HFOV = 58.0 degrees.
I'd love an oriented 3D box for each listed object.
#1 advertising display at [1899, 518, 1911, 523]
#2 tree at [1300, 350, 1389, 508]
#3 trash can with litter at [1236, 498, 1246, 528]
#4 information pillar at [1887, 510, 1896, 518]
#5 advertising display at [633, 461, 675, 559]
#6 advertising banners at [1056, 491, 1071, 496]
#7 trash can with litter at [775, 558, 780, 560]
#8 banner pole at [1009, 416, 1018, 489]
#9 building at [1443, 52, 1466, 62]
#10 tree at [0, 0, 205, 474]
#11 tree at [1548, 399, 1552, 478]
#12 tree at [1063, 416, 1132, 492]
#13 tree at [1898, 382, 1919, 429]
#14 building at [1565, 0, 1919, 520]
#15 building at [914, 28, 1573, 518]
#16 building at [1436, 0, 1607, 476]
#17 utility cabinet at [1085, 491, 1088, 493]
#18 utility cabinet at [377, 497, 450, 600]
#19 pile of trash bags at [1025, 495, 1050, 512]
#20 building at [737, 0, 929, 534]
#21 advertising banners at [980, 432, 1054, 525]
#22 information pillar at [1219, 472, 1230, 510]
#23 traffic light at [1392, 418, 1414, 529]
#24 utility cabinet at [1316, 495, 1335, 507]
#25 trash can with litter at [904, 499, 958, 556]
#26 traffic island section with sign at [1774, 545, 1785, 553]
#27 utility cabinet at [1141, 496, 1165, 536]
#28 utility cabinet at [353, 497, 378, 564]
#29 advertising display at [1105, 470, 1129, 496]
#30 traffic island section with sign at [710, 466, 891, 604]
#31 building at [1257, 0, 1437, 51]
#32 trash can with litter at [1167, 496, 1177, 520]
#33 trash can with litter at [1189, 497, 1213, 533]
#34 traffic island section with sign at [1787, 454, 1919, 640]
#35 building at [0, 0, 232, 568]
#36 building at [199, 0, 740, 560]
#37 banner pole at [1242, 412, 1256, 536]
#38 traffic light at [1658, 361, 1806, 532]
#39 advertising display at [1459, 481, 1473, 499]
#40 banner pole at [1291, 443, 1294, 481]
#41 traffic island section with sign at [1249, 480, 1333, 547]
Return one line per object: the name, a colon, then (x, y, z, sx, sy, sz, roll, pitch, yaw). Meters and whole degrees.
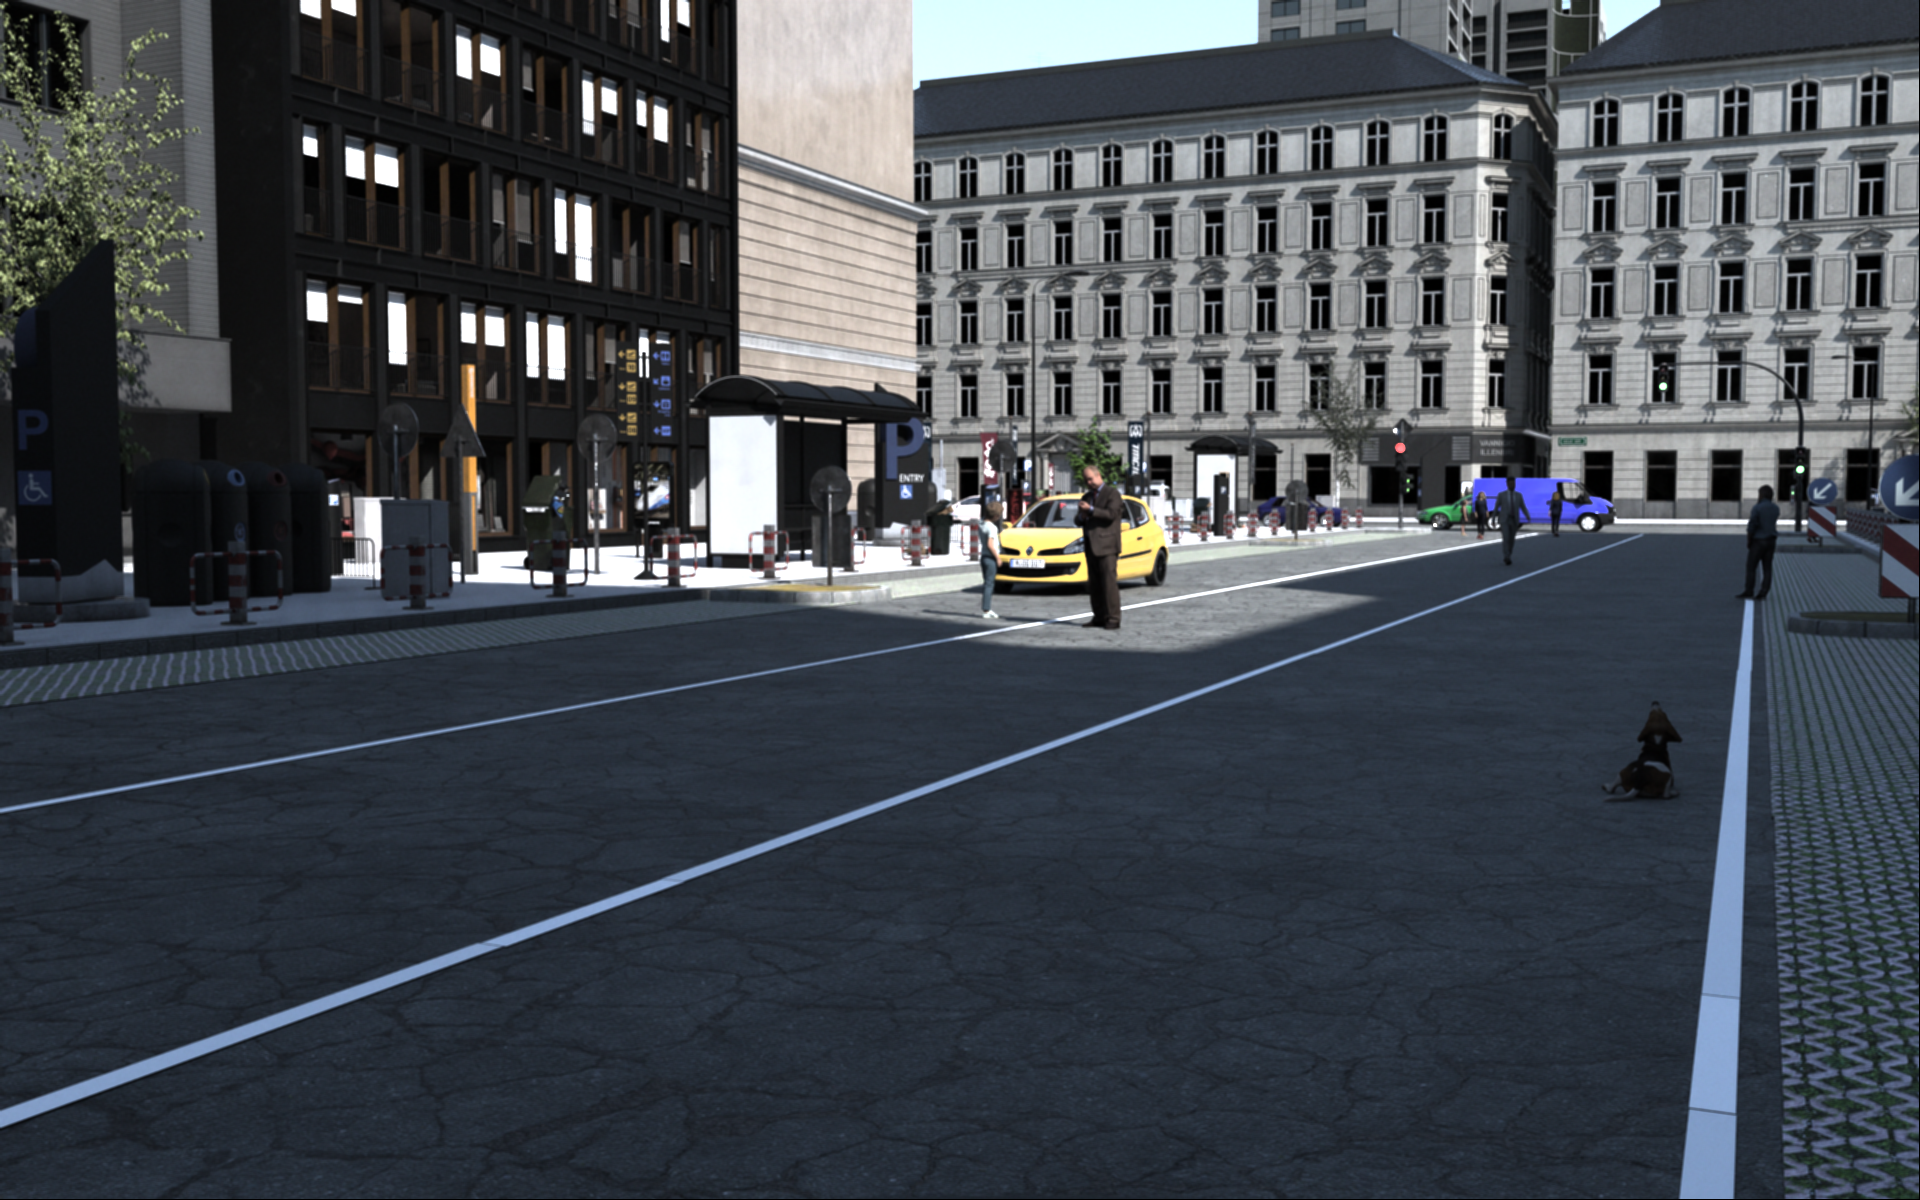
advertising display: (19.182, -1.788, 34.452, 0.123, 1.923, 0.974, -2, 4, -28)
tree: (19.712, -8.485, 89.095, 4.360, 8.622, 3.978, 0, 3, 0)
trash can with litter: (9.982, -3.343, 65.714, 2.233, 1.210, 1.678, 2, 4, 24)
information pillar: (26.672, -2.749, 49.434, 0.304, 2.012, 0.304, 3, 5, 40)
advertising display: (-6.092, -1.789, 34.460, 0.974, 1.923, 0.123, 2, 4, 30)
advertising banners: (5.609, -6.234, 98.110, 0.090, 3.025, 2.074, 3, 5, 40)
trash can with litter: (-3.918, -1.354, 33.522, 1.055, 1.170, 0.624, 3, 4, 36)
banner pole: (1.709, -4.016, 55.677, 0.401, 3.779, 0.863, 1, 4, 22)
building: (37.862, -29.054, 158.631, 14.154, 41.232, 14.086, 2, 4, 25)
tree: (-13.189, -4.612, 25.768, 4.737, 8.622, 4.395, 0, 3, 0)
tree: (66.241, -15.889, 176.793, 9.611, 12.733, 9.660, 0, 3, 0)
tree: (3.406, -2.937, 42.622, 1.663, 3.219, 1.824, 0, 3, 0)
tree: (45.434, -7.900, 79.535, 4.737, 8.622, 4.395, 0, 3, 0)
building: (53.359, -19.007, 87.175, 44.131, 29.872, 17.030, 2, 4, 25)
building: (12.938, -20.161, 106.054, 44.131, 29.872, 17.030, 2, 4, 25)
building: (81.250, -49.709, 250.992, 20.611, 71.187, 20.563, 2, 4, 25)
utility cabinet: (7.738, -5.505, 98.689, 1.173, 1.500, 0.318, 1, 4, 18)
utility cabinet: (-6.738, -0.629, 21.439, 1.020, 1.237, 0.306, 3, 4, 37)
pile of trash bags: (2.880, -2.626, 52.691, 1.912, 1.369, 3.447, -1, 4, -14)
building: (-12.800, -16.572, 56.859, 20.117, 28.700, 13.634, 2, 4, 25)
advertising banners: (1.585, -3.239, 49.145, 2.074, 3.025, 0.090, 0, 4, -5)
information pillar: (8.830, -3.268, 57.928, 0.304, 2.012, 0.304, 1, 4, 23)
traffic light: (16.331, -4.592, 64.004, 0.839, 4.253, 0.868, 2, 4, 25)
utility cabinet: (19.460, -4.957, 92.214, 1.020, 1.237, 0.306, 3, 4, 36)
trash can with litter: (-0.620, -1.521, 36.258, 1.055, 1.170, 0.624, -2, 4, -31)
traffic island section with sign: (20.925, -2.062, 42.346, 1.989, 1.847, 2.006, 2, 4, 25)
utility cabinet: (5.779, -2.571, 53.202, 1.020, 1.237, 0.306, 0, 4, -2)
utility cabinet: (-10.809, -1.295, 32.331, 0.306, 1.237, 1.020, 2, 4, 29)
advertising display: (4.084, -2.502, 46.115, 0.123, 1.923, 0.974, -3, 5, -44)
traffic island section with sign: (-2.024, -0.909, 23.494, 1.989, 1.847, 2.006, 2, 4, 25)
building: (42.693, -45.088, 175.443, 20.563, 71.187, 20.611, 2, 4, 25)
trash can with litter: (11.561, -4.958, 92.442, 0.624, 1.170, 1.055, -2, 4, -29)
trash can with litter: (7.928, -2.794, 57.068, 0.624, 1.170, 1.055, 1, 4, 21)
traffic island section with sign: (9.656, -0.564, 17.850, 1.989, 1.847, 2.006, 2, 4, 25)
building: (-25.783, -12.372, 21.344, 14.314, 24.678, 30.058, 2, 4, 25)
building: (-14.818, -12.959, 41.560, 12.332, 23.373, 15.834, 2, 4, 25)
banner pole: (8.842, -3.821, 52.495, 0.401, 3.779, 0.863, 0, 4, -7)
traffic light: (26.405, -5.173, 59.253, 4.771, 5.953, 1.251, 2, 4, 25)
advertising display: (25.958, -5.117, 88.872, 0.974, 1.923, 0.123, -3, 5, -39)
banner pole: (16.384, -5.842, 85.540, 0.401, 3.779, 0.863, 0, 4, 6)
traffic island section with sign: (9.249, -2.407, 47.988, 1.989, 1.847, 2.006, 2, 4, 25)
